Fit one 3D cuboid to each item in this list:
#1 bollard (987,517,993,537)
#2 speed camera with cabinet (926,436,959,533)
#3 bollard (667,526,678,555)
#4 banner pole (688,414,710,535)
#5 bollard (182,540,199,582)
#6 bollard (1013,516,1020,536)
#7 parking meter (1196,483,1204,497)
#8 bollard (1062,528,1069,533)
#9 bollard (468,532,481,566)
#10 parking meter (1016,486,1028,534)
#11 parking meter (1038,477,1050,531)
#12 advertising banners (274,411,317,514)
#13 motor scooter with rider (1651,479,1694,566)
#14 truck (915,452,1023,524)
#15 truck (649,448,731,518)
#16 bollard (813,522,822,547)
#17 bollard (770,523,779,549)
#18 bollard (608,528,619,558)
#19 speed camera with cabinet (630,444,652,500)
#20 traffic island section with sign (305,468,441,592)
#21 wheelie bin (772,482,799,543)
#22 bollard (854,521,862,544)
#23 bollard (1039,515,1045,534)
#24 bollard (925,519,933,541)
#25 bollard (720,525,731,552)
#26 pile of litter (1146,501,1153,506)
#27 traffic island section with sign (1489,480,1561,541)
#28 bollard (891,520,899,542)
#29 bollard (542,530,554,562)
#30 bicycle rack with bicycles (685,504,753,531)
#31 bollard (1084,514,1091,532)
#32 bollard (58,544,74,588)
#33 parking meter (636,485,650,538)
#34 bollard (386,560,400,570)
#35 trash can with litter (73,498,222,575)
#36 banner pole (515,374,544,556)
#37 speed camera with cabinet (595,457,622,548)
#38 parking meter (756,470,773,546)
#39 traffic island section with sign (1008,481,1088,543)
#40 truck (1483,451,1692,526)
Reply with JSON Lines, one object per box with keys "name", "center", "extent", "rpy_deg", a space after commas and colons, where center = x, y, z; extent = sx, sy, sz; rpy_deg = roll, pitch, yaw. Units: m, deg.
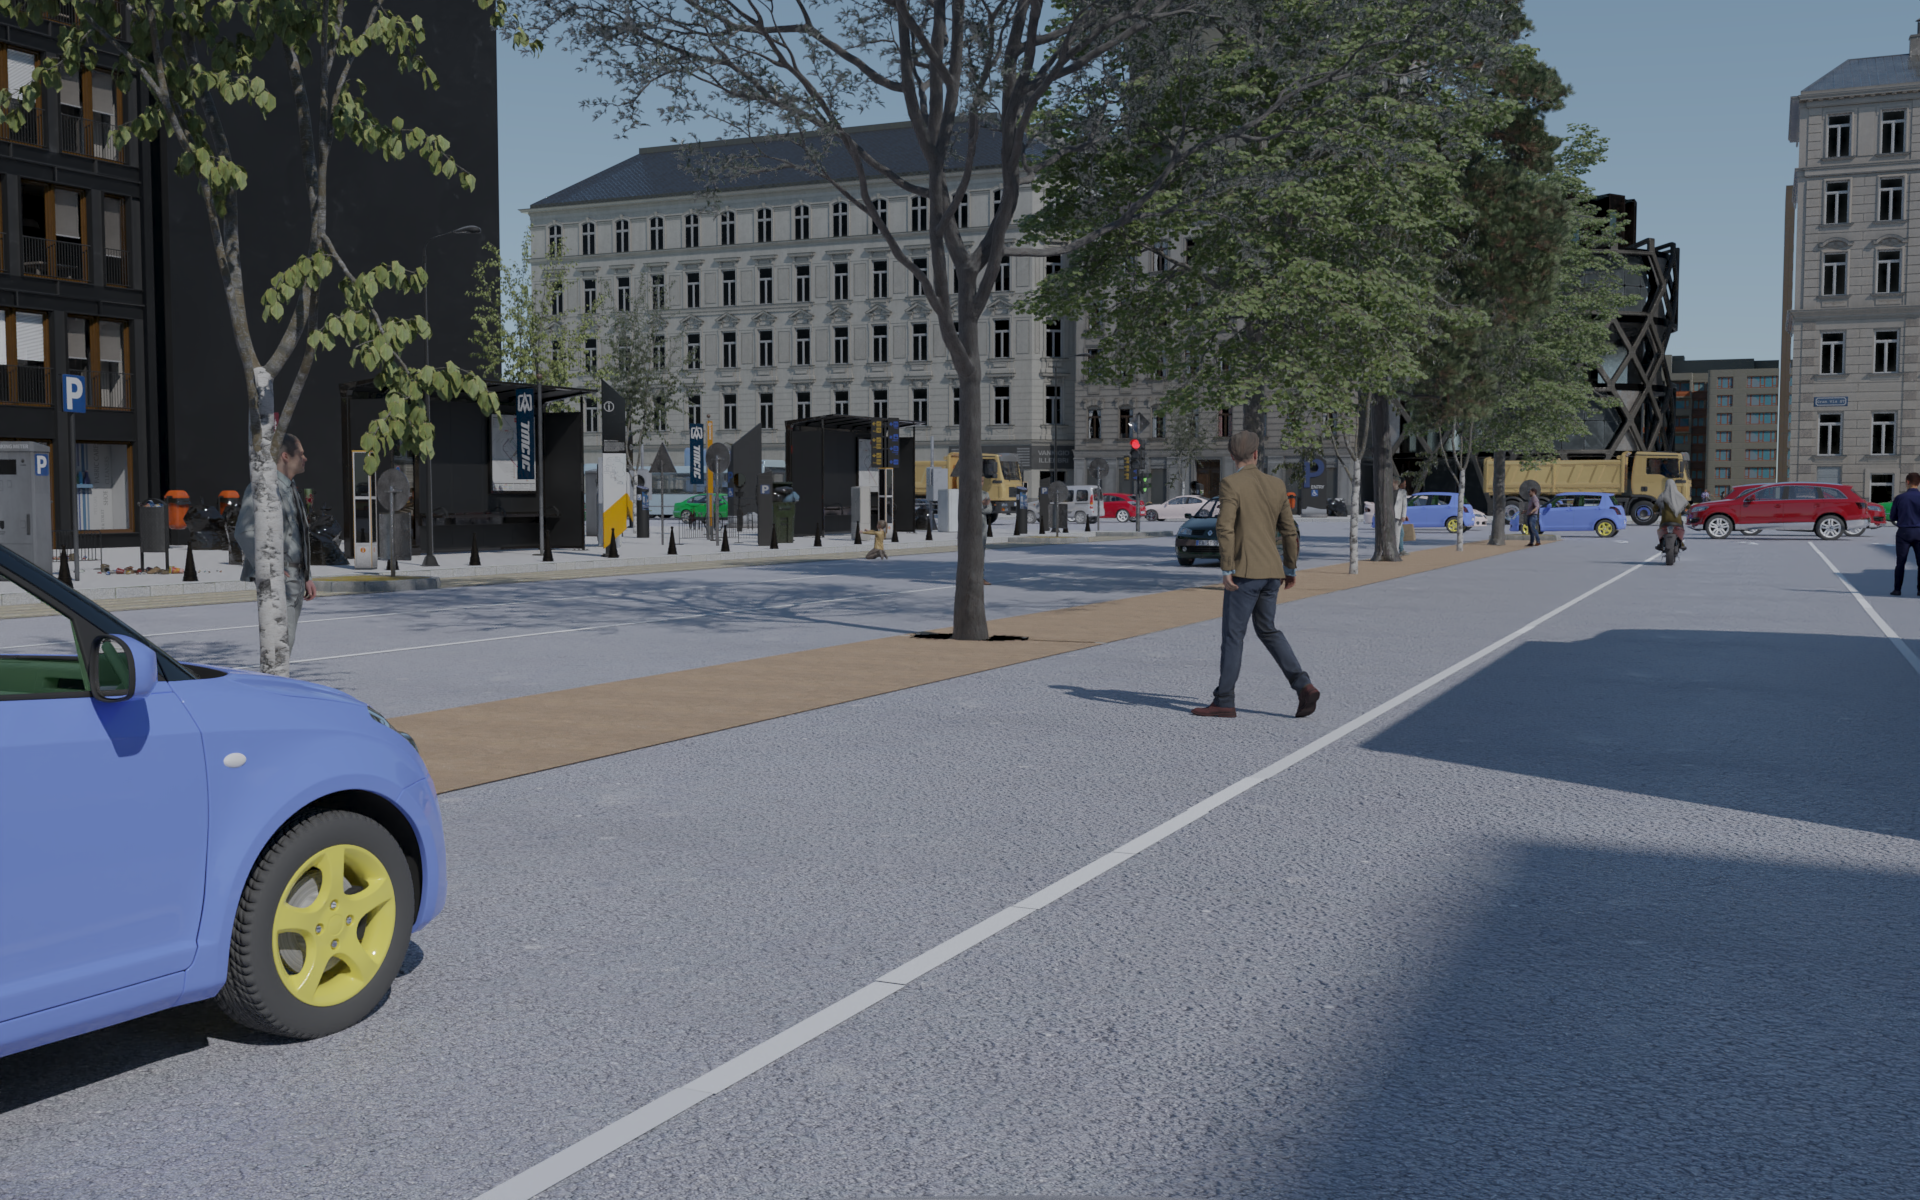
{"name": "bollard", "center": [0.883, -2.177, 51.637], "extent": [0.229, 0.601, 0.229], "rpy_deg": [0, 3, 0]}
{"name": "speed camera with cabinet", "center": [-0.514, -3.928, 58.566], "extent": [0.660, 3.252, 2.038], "rpy_deg": [-1, 4, -23]}
{"name": "bollard", "center": [-6.095, -1.262, 36.671], "extent": [0.229, 0.601, 0.229], "rpy_deg": [0, 3, 0]}
{"name": "banner pole", "center": [-8.072, -3.924, 54.178], "extent": [0.863, 3.779, 0.401], "rpy_deg": [-2, 4, -28]}
{"name": "bollard", "center": [-11.319, -0.576, 25.457], "extent": [0.229, 0.601, 0.229], "rpy_deg": [0, 3, 0]}
{"name": "bollard", "center": [1.754, -2.291, 53.496], "extent": [0.229, 0.601, 0.229], "rpy_deg": [0, 3, 0]}
{"name": "parking meter", "center": [12.898, -5.343, 93.070], "extent": [0.255, 1.863, 0.399], "rpy_deg": [-2, 4, -25]}
{"name": "bollard", "center": [3.489, -2.519, 57.225], "extent": [0.229, 0.601, 0.229], "rpy_deg": [0, 3, 0]}
{"name": "bollard", "center": [-8.705, -0.919, 31.066], "extent": [0.229, 0.601, 0.229], "rpy_deg": [0, 3, 0]}
{"name": "parking meter", "center": [1.993, -2.898, 55.786], "extent": [0.372, 1.533, 0.369], "rpy_deg": [0, 3, 0]}
{"name": "parking meter", "center": [2.913, -3.314, 59.892], "extent": [0.399, 1.863, 0.255], "rpy_deg": [0, 4, 6]}
{"name": "advertising banners", "center": [-14.436, -2.523, 37.440], "extent": [0.090, 3.025, 2.074], "rpy_deg": [0, 4, 6]}
{"name": "motor scooter with rider", "center": [14.521, -1.608, 35.257], "extent": [0.876, 1.779, 1.986], "rpy_deg": [2, 4, 24]}
{"name": "truck", "center": [-1.105, -5.248, 81.736], "extent": [9.791, 3.379, 3.469], "rpy_deg": [2, 4, 24]}
{"name": "truck", "center": [-20.744, -6.954, 103.459], "extent": [18.799, 4.110, 2.967], "rpy_deg": [2, 4, 23]}
{"name": "bollard", "center": [-3.474, -1.605, 42.287], "extent": [0.229, 0.601, 0.229], "rpy_deg": [0, 3, 0]}
{"name": "bollard", "center": [-4.341, -1.491, 40.426], "extent": [0.229, 0.601, 0.229], "rpy_deg": [0, 3, 0]}
{"name": "bollard", "center": [-6.970, -1.147, 34.795], "extent": [0.229, 0.601, 0.229], "rpy_deg": [0, 3, 0]}
{"name": "speed camera with cabinet", "center": [-12.488, -4.272, 64.186], "extent": [2.038, 3.252, 0.660], "rpy_deg": [1, 4, 10]}
{"name": "traffic island section with sign", "center": [-9.011, -1.072, 26.159], "extent": [1.989, 1.847, 2.006], "rpy_deg": [2, 4, 25]}
{"name": "wheelie bin", "center": [-4.658, -2.289, 45.340], "extent": [0.980, 1.594, 0.693], "rpy_deg": [-2, 4, -25]}
{"name": "bollard", "center": [-2.603, -1.720, 44.158], "extent": [0.229, 0.601, 0.229], "rpy_deg": [0, 3, 0]}
{"name": "bollard", "center": [2.624, -2.405, 55.361], "extent": [0.229, 0.601, 0.229], "rpy_deg": [0, 3, 0]}
{"name": "bollard", "center": [-0.856, -1.949, 47.903], "extent": [0.229, 0.601, 0.229], "rpy_deg": [0, 3, 0]}
{"name": "bollard", "center": [-5.224, -1.376, 38.540], "extent": [0.229, 0.601, 0.229], "rpy_deg": [0, 3, 0]}
{"name": "pile of litter", "center": [11.152, -5.276, 100.225], "extent": [1.719, 0.858, 1.176], "rpy_deg": [-1, 4, -16]}
{"name": "traffic island section with sign", "center": [17.737, -2.817, 54.189], "extent": [2.006, 1.907, 1.989], "rpy_deg": [2, 4, 25]}
{"name": "bollard", "center": [-1.729, -1.834, 46.034], "extent": [0.229, 0.601, 0.229], "rpy_deg": [0, 3, 0]}
{"name": "bollard", "center": [-7.837, -1.033, 32.927], "extent": [0.229, 0.601, 0.229], "rpy_deg": [0, 3, 0]}
{"name": "bicycle rack with bicycles", "center": [-8.465, -2.947, 61.566], "extent": [2.852, 0.926, 2.925], "rpy_deg": [-1, 4, -11]}
{"name": "bollard", "center": [4.356, -2.633, 59.086], "extent": [0.229, 0.601, 0.229], "rpy_deg": [0, 3, 0]}
{"name": "bollard", "center": [-12.196, -0.461, 23.582], "extent": [0.229, 0.601, 0.229], "rpy_deg": [0, 3, 0]}
{"name": "parking meter", "center": [-9.275, -2.584, 50.657], "extent": [0.372, 1.533, 0.369], "rpy_deg": [0, 3, 0]}
{"name": "bollard", "center": [-9.573, -0.805, 29.203], "extent": [0.229, 0.601, 0.229], "rpy_deg": [0, 3, 0]}
{"name": "trash can with litter", "center": [-13.320, -1.043, 28.117], "extent": [2.233, 1.210, 1.678], "rpy_deg": [1, 4, 18]}
{"name": "banner pole", "center": [-8.941, -2.823, 36.172], "extent": [0.863, 3.779, 0.401], "rpy_deg": [2, 4, 26]}
{"name": "speed camera with cabinet", "center": [-8.509, -2.913, 41.967], "extent": [0.660, 3.252, 2.038], "rpy_deg": [-1, 4, -12]}
{"name": "parking meter", "center": [-4.835, -2.266, 42.754], "extent": [0.399, 1.863, 0.255], "rpy_deg": [-1, 4, -12]}
{"name": "traffic island section with sign", "center": [2.717, -2.612, 51.332], "extent": [1.989, 1.847, 2.006], "rpy_deg": [2, 4, 25]}
{"name": "truck", "center": [29.379, -5.138, 79.937], "extent": [9.791, 3.379, 3.469], "rpy_deg": [2, 4, 24]}
